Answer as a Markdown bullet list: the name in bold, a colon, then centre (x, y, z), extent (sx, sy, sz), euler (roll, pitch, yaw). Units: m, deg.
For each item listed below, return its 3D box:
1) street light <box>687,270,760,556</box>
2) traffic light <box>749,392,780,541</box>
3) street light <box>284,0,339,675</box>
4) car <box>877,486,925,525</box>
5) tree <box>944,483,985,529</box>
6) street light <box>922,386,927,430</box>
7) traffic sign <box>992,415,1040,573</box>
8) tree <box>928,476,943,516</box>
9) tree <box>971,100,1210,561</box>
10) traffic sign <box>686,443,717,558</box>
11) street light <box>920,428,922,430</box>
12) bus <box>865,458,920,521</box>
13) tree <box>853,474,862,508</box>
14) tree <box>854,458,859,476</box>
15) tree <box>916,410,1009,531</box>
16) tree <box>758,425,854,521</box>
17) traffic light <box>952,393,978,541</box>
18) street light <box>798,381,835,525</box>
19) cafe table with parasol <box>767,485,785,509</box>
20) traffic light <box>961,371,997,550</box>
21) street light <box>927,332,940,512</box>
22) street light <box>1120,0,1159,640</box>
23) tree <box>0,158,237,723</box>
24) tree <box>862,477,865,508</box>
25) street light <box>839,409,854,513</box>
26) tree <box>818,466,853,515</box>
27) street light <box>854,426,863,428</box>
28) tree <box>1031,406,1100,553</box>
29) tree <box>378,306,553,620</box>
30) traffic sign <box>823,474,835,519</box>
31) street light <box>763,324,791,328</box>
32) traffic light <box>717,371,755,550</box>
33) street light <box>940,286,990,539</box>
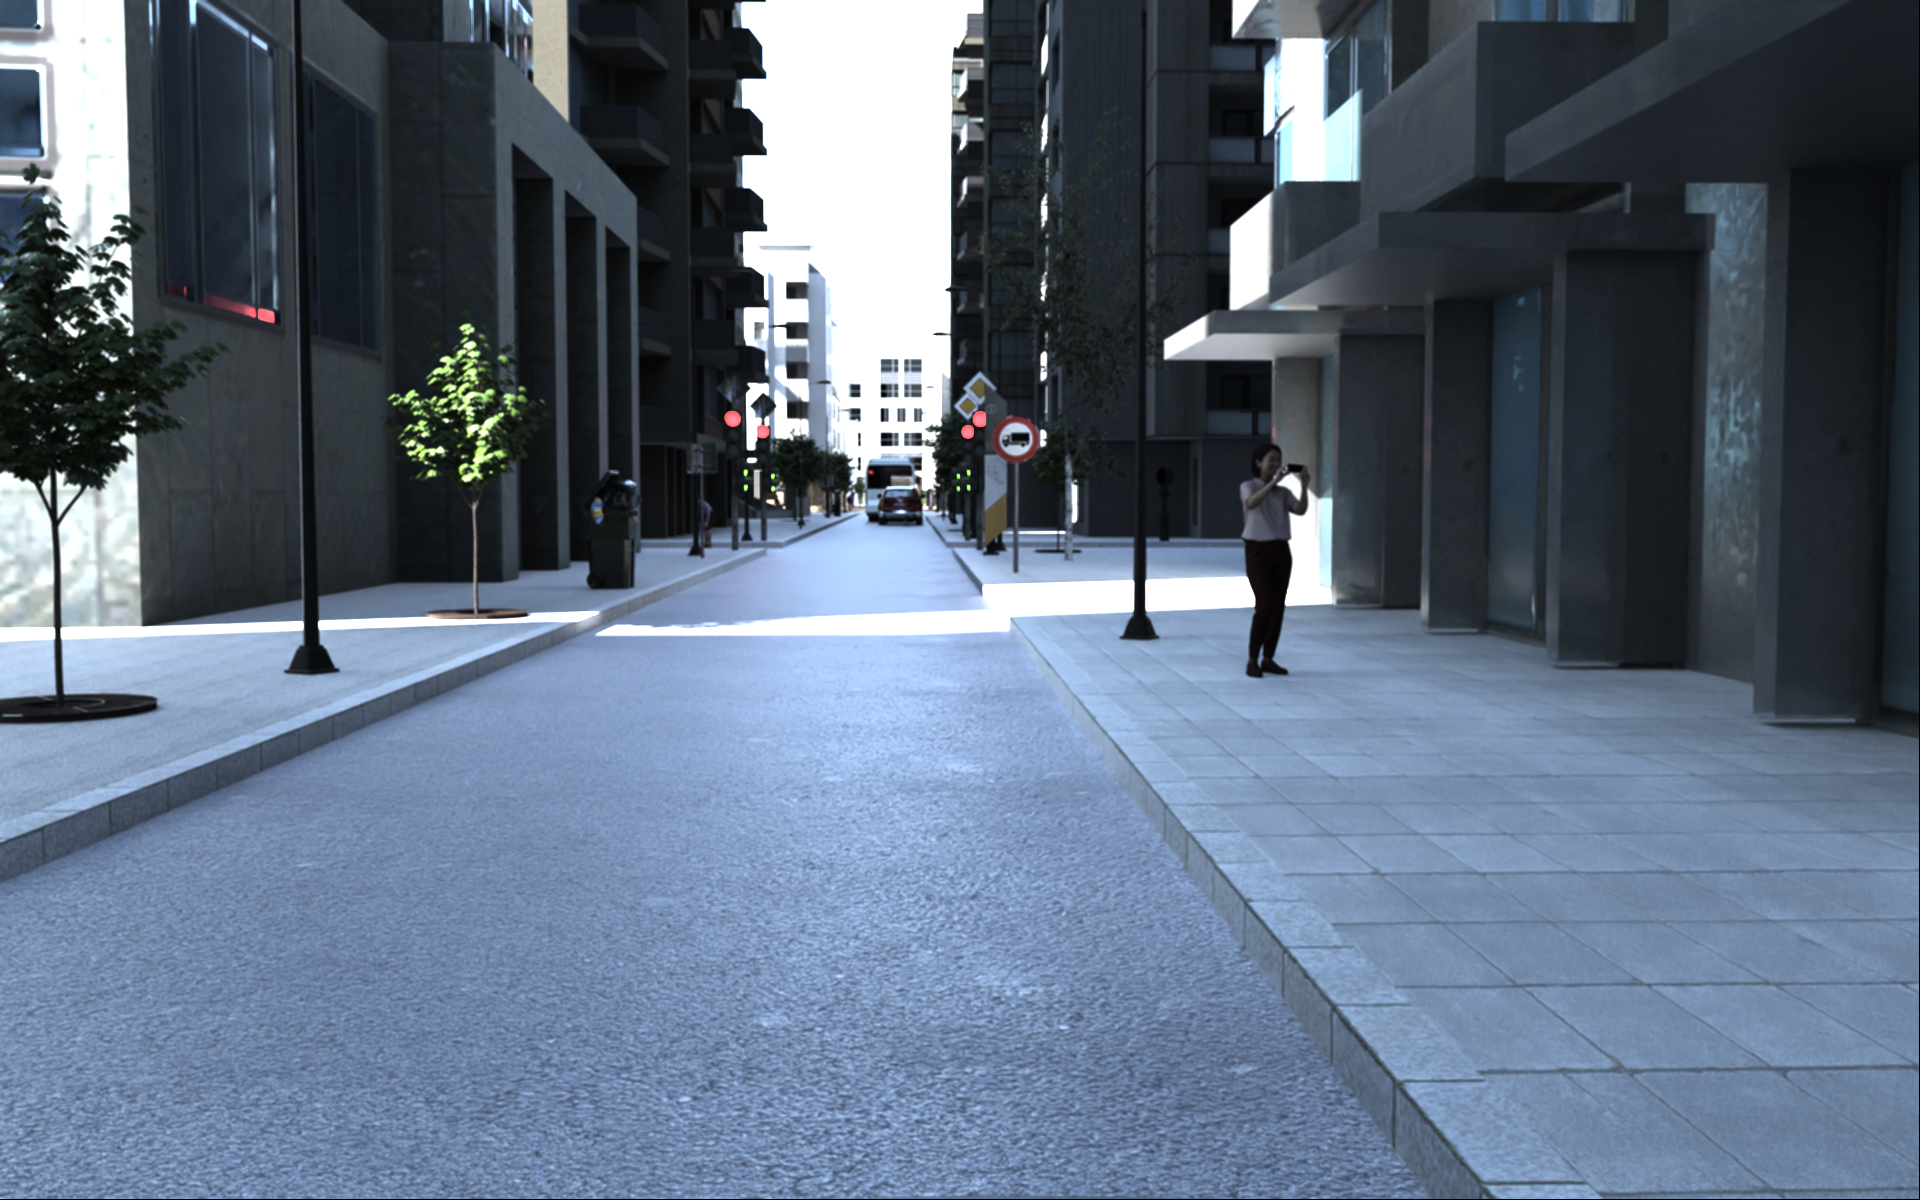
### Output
- **street light**: centre (-4.969, -3.882, 36.014), extent (1.470, 5.913, 1.316), euler (0, 4, -2)
- **traffic light**: centre (-5.365, -3.580, 47.461), extent (0.839, 4.253, 0.868), euler (0, 4, -2)
- **street light**: centre (-4.126, -2.432, 12.299), extent (1.470, 5.913, 1.316), euler (0, 4, -2)
- **car**: centre (-2.784, -4.472, 81.788), extent (2.281, 1.827, 5.304), euler (0, 4, 0)
- **tree**: centre (0.636, -4.287, 64.702), extent (1.663, 3.219, 1.824), euler (0, 3, 0)
- **street light**: centre (-0.789, -6.228, 74.374), extent (1.470, 5.913, 1.316), euler (0, 4, -2)
- **traffic sign**: centre (0.911, -1.716, 28.159), extent (0.768, 2.556, 0.104), euler (0, 4, 5)
- **tree**: centre (-1.062, -6.463, 100.272), extent (1.663, 3.219, 1.824), euler (0, 3, 0)
- **tree**: centre (2.323, -5.061, 33.103), extent (4.360, 8.622, 3.978), euler (0, 3, 0)
- **traffic sign**: centre (-5.147, -1.982, 34.533), extent (0.606, 2.300, 0.079), euler (0, 4, 2)
- **street light**: centre (-1.474, -7.679, 98.093), extent (1.470, 5.913, 1.316), euler (0, 4, -2)
- **bus**: centre (-3.671, -6.086, 94.361), extent (2.948, 3.499, 13.247), euler (0, 4, -1)
- **tree**: centre (-8.151, -7.964, 124.811), extent (1.663, 3.219, 1.824), euler (0, 3, 0)
- **tree**: centre (-8.402, -8.030, 115.010), extent (4.285, 4.588, 4.351), euler (0, 3, 0)
- **tree**: centre (0.182, -4.668, 60.034), extent (4.285, 4.588, 4.351), euler (0, 3, 0)
- **tree**: centre (-7.902, -6.038, 82.439), extent (4.285, 4.588, 4.351), euler (0, 3, 0)
- **traffic light**: centre (0.193, -3.592, 47.646), extent (0.839, 4.253, 0.868), euler (0, 4, -2)
- **street light**: centre (-5.983, -6.026, 71.074), extent (1.470, 5.913, 1.316), euler (0, 4, -2)
- **cafe table with parasol**: centre (-11.953, -6.982, 119.025), extent (2.610, 1.966, 2.610), euler (-1, 4, -9)
- **traffic light**: centre (0.436, -3.104, 39.664), extent (0.839, 4.253, 0.868), euler (0, 4, -2)
- **street light**: centre (-0.122, -4.723, 49.758), extent (1.470, 5.913, 1.316), euler (0, 4, -2)
- **street light**: centre (1.054, -2.609, 15.200), extent (1.470, 5.913, 1.316), euler (0, 4, -2)
- **tree**: centre (-5.403, -0.953, 10.179), extent (1.663, 3.219, 1.824), euler (0, 3, 0)
- **tree**: centre (-9.461, -10.269, 162.503), extent (1.663, 3.219, 1.824), euler (0, 3, 0)
- **street light**: centre (-6.721, -7.477, 94.792), extent (1.470, 5.913, 1.316), euler (0, 4, -2)
- **tree**: centre (-7.886, -6.885, 107.167), extent (1.663, 3.219, 1.824), euler (0, 3, 0)
- **street light**: centre (-7.348, -8.929, 118.528), extent (1.470, 5.913, 1.316), euler (0, 4, -2)
- **tree**: centre (2.295, -2.659, 38.075), extent (1.663, 3.219, 1.824), euler (0, 3, 0)
- **tree**: centre (-5.184, -1.430, 17.980), extent (1.663, 3.219, 1.824), euler (0, 3, 0)
- **traffic sign**: centre (-6.816, -5.392, 90.294), extent (0.606, 2.300, 0.079), euler (0, 4, 6)
- **street light**: centre (-5.308, -4.576, 47.354), extent (1.470, 5.913, 1.316), euler (0, 4, -2)
- **traffic light**: centre (-5.122, -3.092, 39.480), extent (0.839, 4.253, 0.868), euler (0, 4, -2)
- **street light**: centre (0.354, -4.060, 38.919), extent (1.470, 5.913, 1.316), euler (0, 4, -2)
